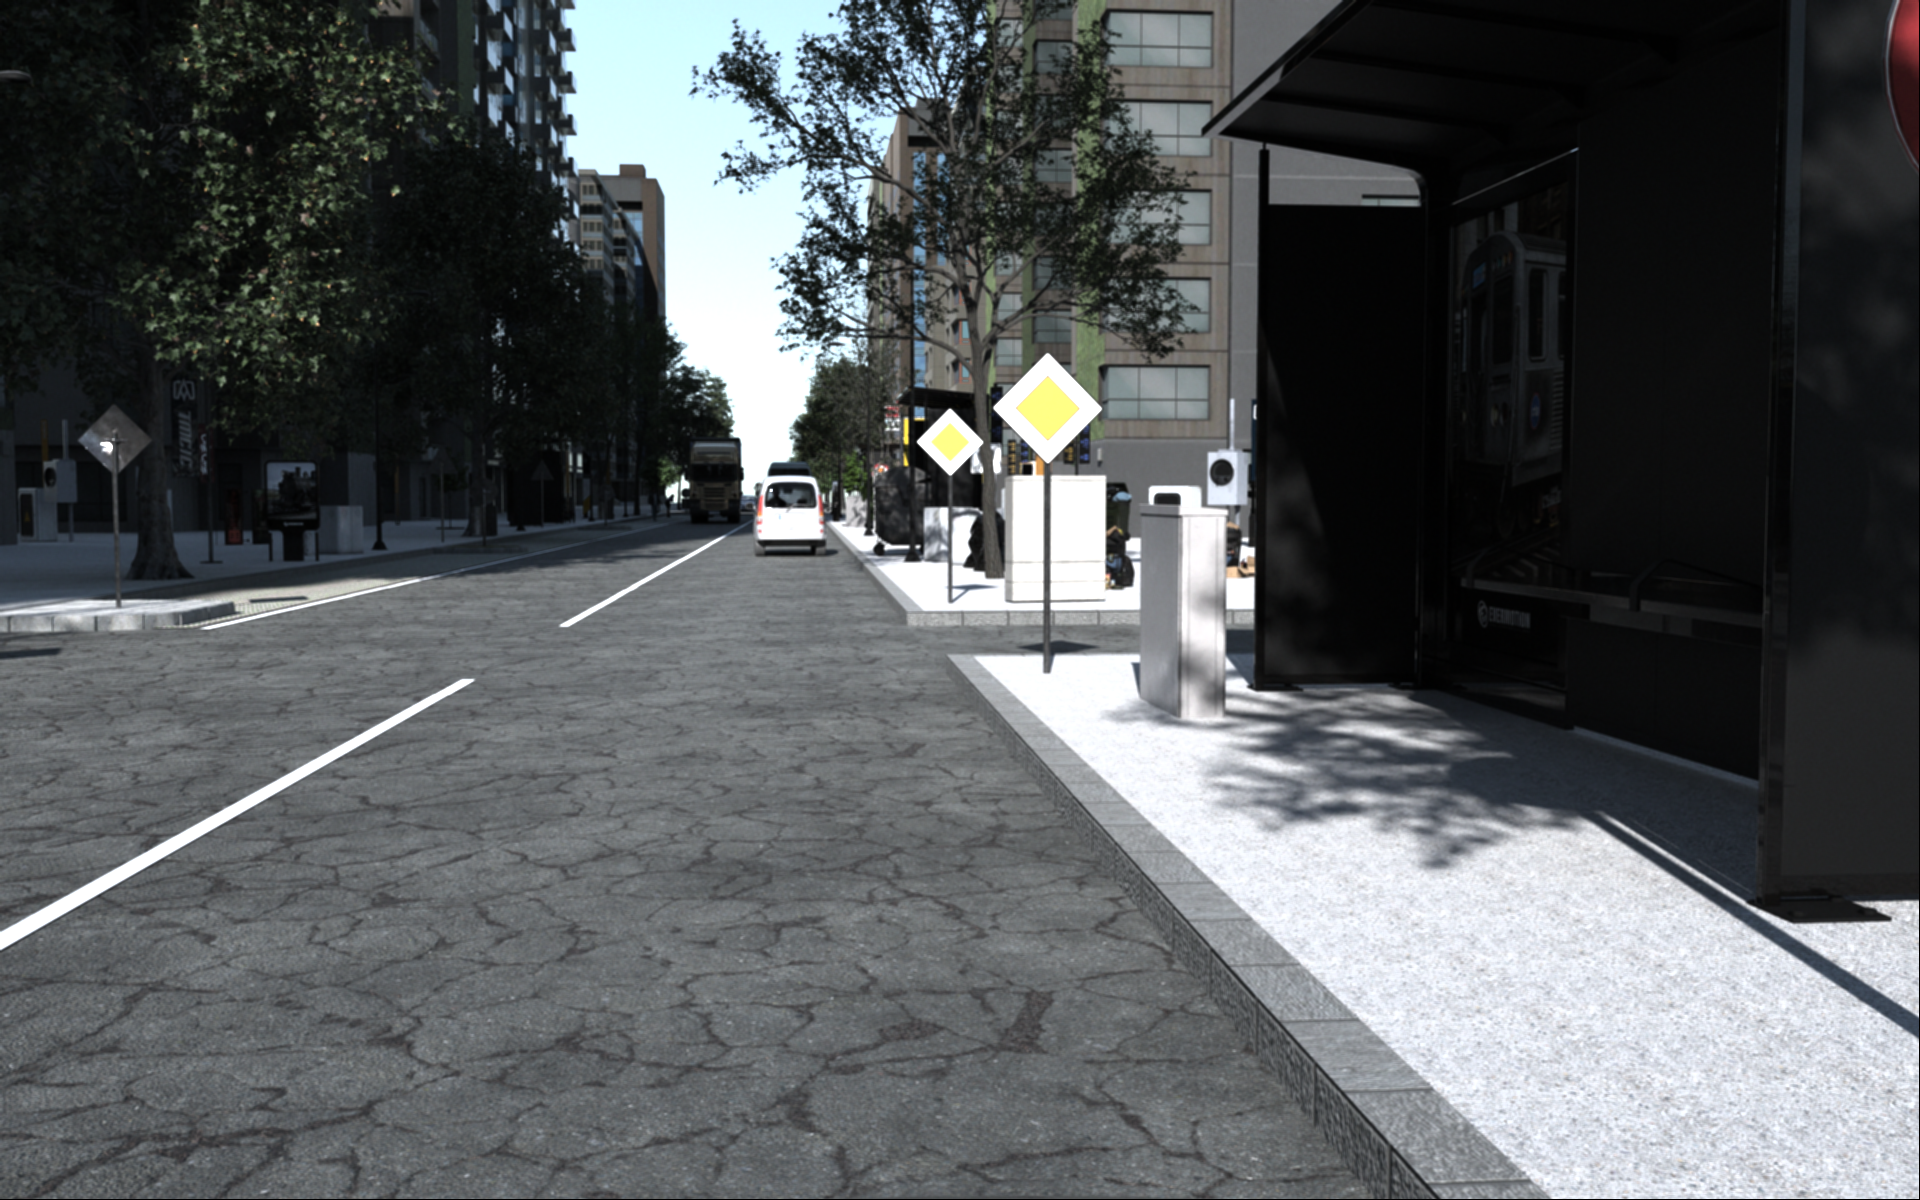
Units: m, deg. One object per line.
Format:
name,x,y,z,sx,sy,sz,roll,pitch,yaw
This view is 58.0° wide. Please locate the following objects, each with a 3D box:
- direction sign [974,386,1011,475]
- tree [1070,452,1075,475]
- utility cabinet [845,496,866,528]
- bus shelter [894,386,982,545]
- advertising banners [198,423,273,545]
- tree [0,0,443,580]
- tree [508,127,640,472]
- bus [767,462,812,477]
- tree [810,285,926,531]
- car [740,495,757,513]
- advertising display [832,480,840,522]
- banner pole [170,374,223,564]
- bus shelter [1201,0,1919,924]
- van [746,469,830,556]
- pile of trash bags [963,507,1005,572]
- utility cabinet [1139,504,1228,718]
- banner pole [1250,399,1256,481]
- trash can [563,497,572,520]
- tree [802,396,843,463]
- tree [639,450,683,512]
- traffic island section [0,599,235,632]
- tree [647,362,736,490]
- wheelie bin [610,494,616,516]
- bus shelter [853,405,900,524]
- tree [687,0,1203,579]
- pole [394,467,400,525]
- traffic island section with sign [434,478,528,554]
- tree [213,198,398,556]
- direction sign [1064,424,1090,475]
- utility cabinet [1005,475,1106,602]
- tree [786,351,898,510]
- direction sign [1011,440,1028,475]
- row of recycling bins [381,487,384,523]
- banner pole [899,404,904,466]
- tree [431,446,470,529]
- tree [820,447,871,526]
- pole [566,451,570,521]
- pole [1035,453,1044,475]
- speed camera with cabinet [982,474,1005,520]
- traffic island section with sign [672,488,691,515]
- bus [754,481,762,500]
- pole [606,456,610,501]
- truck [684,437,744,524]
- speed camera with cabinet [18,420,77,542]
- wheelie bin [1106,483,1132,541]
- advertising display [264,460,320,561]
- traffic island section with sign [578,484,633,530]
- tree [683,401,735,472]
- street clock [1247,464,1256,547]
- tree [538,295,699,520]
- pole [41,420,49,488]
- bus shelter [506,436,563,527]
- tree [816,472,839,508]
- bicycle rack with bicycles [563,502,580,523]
direction sign,0.595,-2.742,36.826,0.379,3.537,0.876,-3,5,-42
tree,6.748,-5.856,79.455,4.285,4.588,4.351,0,3,0
utility cabinet,-4.025,-3.407,66.863,0.306,1.237,1.020,-3,4,-37
bus shelter,-0.538,-3.030,40.820,1.731,3.624,6.357,0,4,-5
advertising banners,-18.306,-2.903,43.655,0.090,3.025,2.074,2,4,34
tree,-12.172,-6.652,25.771,9.611,12.733,9.660,0,3,0
tree,-14.515,-8.270,52.223,9.611,12.733,9.660,0,3,0
bus,-10.457,-6.785,105.787,2.948,3.499,13.247,0,4,-6
tree,-2.978,-6.671,59.430,4.360,8.622,3.978,0,3,0
car,-15.115,-6.696,121.842,2.083,1.381,4.827,0,4,-6
advertising display,-5.779,-4.620,80.744,0.123,1.923,0.974,-1,4,-20
banner pole,-14.095,-2.563,31.922,0.863,3.779,0.401,-2,4,-35
bus shelter,2.693,-1.039,8.264,1.731,3.624,6.357,0,4,-5
van,-4.085,-2.095,41.265,2.013,2.044,4.112,0,4,-7
pile of trash bags,1.106,-1.176,28.978,1.912,1.369,3.447,0,4,-5
utility cabinet,1.333,0.048,10.384,0.306,1.237,1.020,0,4,-7
banner pole,7.133,-3.064,40.118,0.863,3.779,0.401,1,4,22
trash can,-19.523,-4.527,85.663,0.748,1.137,0.748,0,3,0
tree,-12.136,-15.141,165.682,7.486,12.596,7.792,0,3,0
tree,-22.182,-8.773,127.160,4.285,4.588,4.351,0,3,0
traffic island section,-9.497,0.170,19.506,2.009,0.180,2.903,0,4,-5
tree,-26.090,-16.016,168.513,9.857,13.997,8.962,0,3,0
wheelie bin,-19.072,-5.247,93.691,0.980,1.594,0.693,1,4,8
bus shelter,-3.545,-6.025,76.145,2.179,5.291,8.768,0,4,-5
tree,0.220,-5.614,26.197,7.601,10.594,8.767,2,4,23
pole,-23.337,-4.766,71.769,0.158,3.312,0.155,0,3,0
traffic island section with sign,-11.597,-2.048,42.109,1.989,1.847,2.006,0,4,-5
tree,-13.829,-5.225,35.797,4.737,8.622,4.395,0,3,0
direction sign,3.022,-3.234,44.872,0.379,3.537,0.876,-3,5,-45
utility cabinet,1.132,-0.730,20.619,1.173,1.500,0.318,-1,4,-17
tree,-9.610,-13.585,139.130,9.611,12.733,9.660,0,3,0
direction sign,2.422,-4.906,72.202,0.876,3.537,0.379,-1,4,-11
row of recycling bins,-25.918,-4.229,76.254,1.069,1.692,3.534,-1,4,-15
banner pole,-1.614,-3.557,48.166,0.401,3.779,0.863,0,4,-6
tree,-18.772,-4.208,63.397,1.663,3.219,1.824,0,3,0
tree,-4.326,-4.595,69.723,1.663,3.219,1.824,0,3,0
pole,-18.688,-5.423,82.509,0.158,3.312,0.155,0,3,0
pole,1.550,-2.407,33.199,0.158,3.312,0.155,0,3,0
speed camera with cabinet,1.248,-3.369,49.426,2.038,3.252,0.660,-1,4,-22
traffic island section with sign,-18.650,-6.707,118.288,1.989,1.847,2.006,0,4,-5
bus,-26.856,-14.953,239.341,2.948,3.499,13.247,0,4,-5
pole,-18.712,-6.007,92.060,0.158,3.312,0.155,0,3,0
truck,-12.336,-6.043,87.710,2.839,4.237,11.283,0,4,-7
speed camera with cabinet,-24.483,-3.186,46.432,2.038,3.252,0.660,2,4,35
wheelie bin,4.265,-2.414,47.372,0.980,1.594,0.693,3,4,36
advertising display,-12.733,-1.703,33.054,0.974,1.923,0.123,0,4,-8
traffic island section with sign,-14.081,-3.689,68.950,1.989,1.847,2.006,0,4,-5
tree,-30.201,-17.746,208.273,7.486,12.596,7.792,0,3,0
street clock,7.073,-2.277,41.797,0.358,2.002,0.471,0,4,5
tree,-18.034,-9.891,87.478,9.928,11.665,9.643,0,3,0
pole,-25.101,-3.285,47.561,0.158,3.312,0.155,0,3,0
bus shelter,-17.355,-4.910,71.567,1.731,3.624,6.357,0,4,-5
tree,-11.755,-10.584,156.766,4.285,4.588,4.351,0,3,0
bicycle rack with bicycles,-18.152,-3.913,77.361,2.852,0.926,2.925,0,4,3
